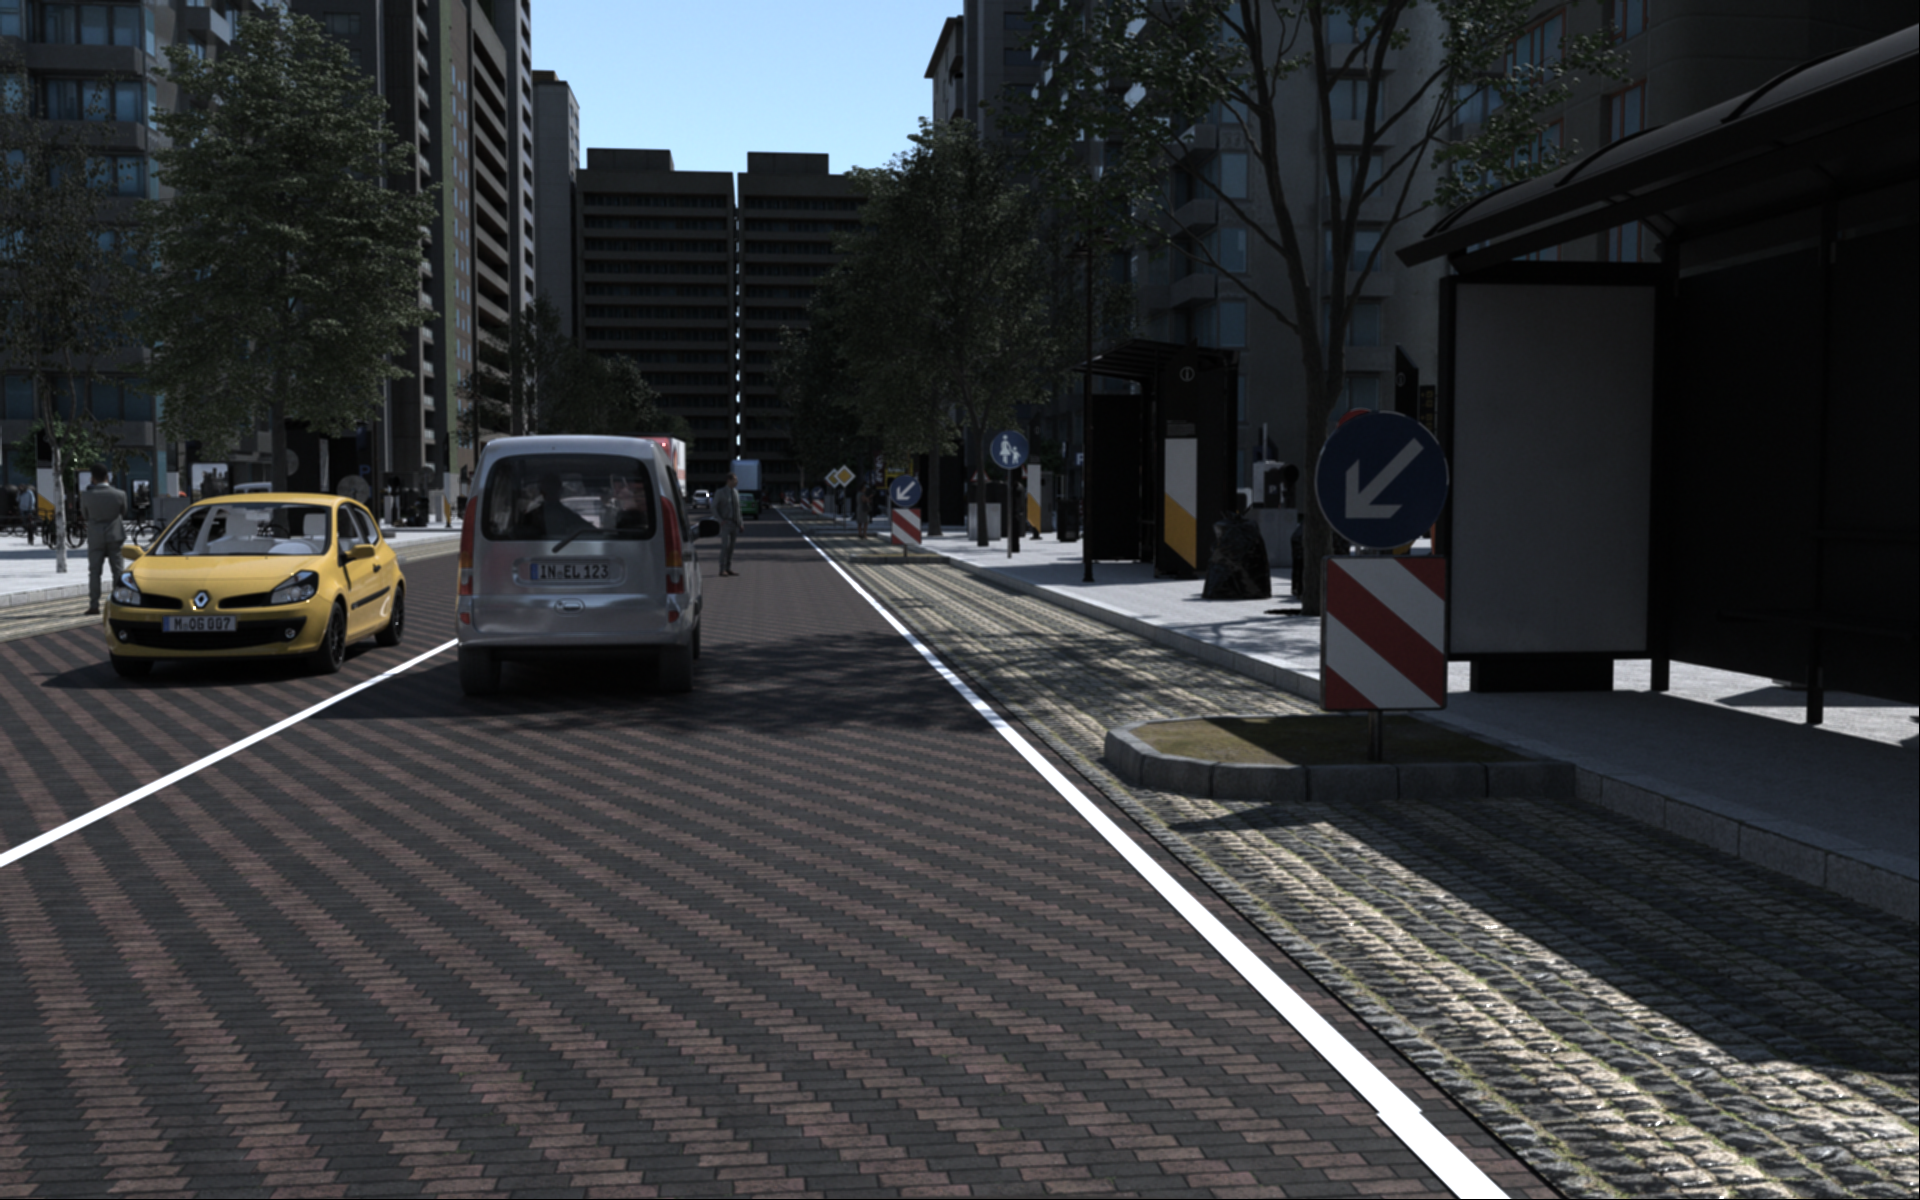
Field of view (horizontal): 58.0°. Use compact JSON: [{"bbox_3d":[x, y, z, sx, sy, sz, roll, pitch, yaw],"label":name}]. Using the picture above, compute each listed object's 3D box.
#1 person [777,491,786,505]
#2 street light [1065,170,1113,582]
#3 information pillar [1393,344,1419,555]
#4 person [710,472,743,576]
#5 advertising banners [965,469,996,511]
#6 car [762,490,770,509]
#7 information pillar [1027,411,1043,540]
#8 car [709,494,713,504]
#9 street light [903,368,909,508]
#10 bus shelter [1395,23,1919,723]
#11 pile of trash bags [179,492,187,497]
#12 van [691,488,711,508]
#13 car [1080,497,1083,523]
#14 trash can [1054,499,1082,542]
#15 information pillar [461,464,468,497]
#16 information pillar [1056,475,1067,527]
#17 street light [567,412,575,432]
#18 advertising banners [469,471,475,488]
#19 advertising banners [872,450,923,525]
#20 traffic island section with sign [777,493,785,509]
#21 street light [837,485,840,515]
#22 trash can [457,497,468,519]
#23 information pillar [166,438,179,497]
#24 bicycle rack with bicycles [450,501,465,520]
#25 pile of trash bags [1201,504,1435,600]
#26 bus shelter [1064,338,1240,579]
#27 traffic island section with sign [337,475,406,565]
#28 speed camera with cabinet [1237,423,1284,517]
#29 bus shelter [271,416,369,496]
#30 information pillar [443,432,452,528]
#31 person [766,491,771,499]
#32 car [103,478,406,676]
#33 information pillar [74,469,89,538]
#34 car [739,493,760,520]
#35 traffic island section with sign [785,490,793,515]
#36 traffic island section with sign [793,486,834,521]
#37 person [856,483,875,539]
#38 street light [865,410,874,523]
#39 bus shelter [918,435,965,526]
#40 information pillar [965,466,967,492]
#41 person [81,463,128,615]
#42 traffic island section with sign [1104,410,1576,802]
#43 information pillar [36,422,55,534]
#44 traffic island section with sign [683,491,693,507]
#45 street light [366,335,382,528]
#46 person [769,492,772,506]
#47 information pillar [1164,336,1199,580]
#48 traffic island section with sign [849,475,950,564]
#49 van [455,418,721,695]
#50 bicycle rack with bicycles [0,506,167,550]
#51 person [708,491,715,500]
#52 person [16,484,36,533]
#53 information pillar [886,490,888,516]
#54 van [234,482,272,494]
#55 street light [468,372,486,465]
[{"bbox_3d":[-20.645,-11.765,200.787,1.348,1.831,0.705,-3,5,-41],"label":"person"},{"bbox_3d":[1.879,-3.204,25.166,0.468,5.910,1.993,0,4,-7],"label":"street light"},{"bbox_3d":[6.909,-2.173,26.890,0.183,3.616,0.504,-1,4,-22],"label":"information pillar"},{"bbox_3d":[-4.076,-1.335,30.432,0.391,1.810,0.635,2,4,27],"label":"person"},{"bbox_3d":[1.230,-6.711,105.912,2.074,3.025,0.090,1,4,17],"label":"advertising banners"},{"bbox_3d":[-19.258,-9.591,165.480,2.281,1.827,5.304,0,4,-6],"label":"car"},{"bbox_3d":[2.088,-3.504,48.642,0.504,3.616,0.183,-3,5,-45],"label":"information pillar"},{"bbox_3d":[-30.027,-12.377,211.946,1.945,1.707,3.694,0,4,-8],"label":"car"},{"bbox_3d":[-1.816,-5.235,58.384,0.468,5.910,1.993,0,4,-7],"label":"street light"},{"bbox_3d":[4.152,-0.904,8.709,2.014,3.302,5.546,0,4,-7],"label":"bus shelter"},{"bbox_3d":[-29.327,-3.556,67.888,1.912,1.369,3.447,2,4,31],"label":"pile of trash bags"},{"bbox_3d":[-26.845,-10.573,179.872,2.013,2.044,4.112,0,4,-5],"label":"van"},{"bbox_3d":[6.977,-3.391,64.113,5.304,1.827,2.281,0,4,-5],"label":"car"},{"bbox_3d":[2.896,-2.119,46.301,0.748,1.137,0.748,0,3,0],"label":"trash can"},{"bbox_3d":[-38.211,-8.696,133.539,0.504,3.616,0.183,-1,4,-12],"label":"information pillar"},{"bbox_3d":[3.953,-3.843,67.329,0.304,2.012,0.304,-3,5,-42],"label":"information pillar"},{"bbox_3d":[-21.892,-7.634,97.596,0.468,5.910,1.993,0,4,-7],"label":"street light"},{"bbox_3d":[-36.746,-8.367,132.991,2.074,3.025,0.090,1,4,10],"label":"advertising banners"},{"bbox_3d":[-2.478,-4.435,68.698,2.074,3.025,0.090,-1,4,-19],"label":"advertising banners"},{"bbox_3d":[-16.409,-9.726,167.652,1.989,1.847,2.006,0,4,-7],"label":"traffic island section with sign"},{"bbox_3d":[-7.585,-8.278,108.137,0.468,5.910,1.993,0,4,-7],"label":"street light"},{"bbox_3d":[-25.266,-4.690,88.341,0.748,1.137,0.748,0,3,0],"label":"trash can"},{"bbox_3d":[-29.717,-4.530,65.416,0.504,3.616,0.183,1,4,19],"label":"information pillar"},{"bbox_3d":[-24.064,-4.391,85.168,2.852,0.926,2.925,1,4,11],"label":"bicycle rack with bicycles"},{"bbox_3d":[4.615,-0.708,21.328,3.447,1.369,1.912,2,4,25],"label":"pile of trash bags"},{"bbox_3d":[3.128,-2.327,29.327,1.731,3.624,6.357,0,4,-6],"label":"bus shelter"},{"bbox_3d":[-12.389,-1.625,35.203,1.989,1.847,2.006,0,4,-7],"label":"traffic island section with sign"},{"bbox_3d":[7.967,-3.274,47.867,2.038,3.252,0.660,-2,4,-26],"label":"speed camera with cabinet"},{"bbox_3d":[-19.489,-3.799,53.399,1.731,3.624,6.357,0,4,-7],"label":"bus shelter"},{"bbox_3d":[-19.520,-4.559,65.887,0.183,3.616,0.504,-2,4,-35],"label":"information pillar"},{"bbox_3d":[-19.497,-10.225,176.194,0.721,1.766,1.217,1,4,11],"label":"person"},{"bbox_3d":[-5.972,-0.289,14.948,2.015,1.641,3.980,0,4,-7],"label":"car"},{"bbox_3d":[-25.626,-2.818,50.560,0.304,2.012,0.304,3,5,40],"label":"information pillar"},{"bbox_3d":[-12.313,-5.458,98.036,1.959,1.807,4.718,0,4,-6],"label":"car"},{"bbox_3d":[-10.681,-6.676,117.778,1.989,1.847,2.006,0,4,-7],"label":"traffic island section with sign"},{"bbox_3d":[-7.601,-5.038,90.999,1.989,1.847,2.006,0,4,-7],"label":"traffic island section with sign"},{"bbox_3d":[-2.959,-2.787,54.433,0.532,1.782,0.716,-1,4,-20],"label":"person"},{"bbox_3d":[-3.925,-6.307,75.900,0.468,5.910,1.993,0,4,-7],"label":"street light"},{"bbox_3d":[-0.916,-4.930,71.893,1.731,3.624,6.357,0,4,-6],"label":"bus shelter"},{"bbox_3d":[0.255,-8.171,124.953,0.504,3.616,0.183,0,4,6],"label":"information pillar"},{"bbox_3d":[-10.191,-0.730,20.624,0.511,1.800,0.466,-3,5,-43],"label":"person"},{"bbox_3d":[1.814,-0.022,8.990,1.989,1.847,2.006,0,4,-7],"label":"traffic island section with sign"},{"bbox_3d":[-29.519,-3.949,55.925,0.504,3.616,0.183,-3,4,-38],"label":"information pillar"},{"bbox_3d":[-30.540,-11.287,193.176,1.989,1.847,2.006,0,4,-7],"label":"traffic island section with sign"},{"bbox_3d":[-16.159,-4.590,47.839,0.468,5.910,1.993,0,4,-7],"label":"street light"},{"bbox_3d":[-23.875,-12.676,216.427,0.721,1.739,1.217,3,4,36],"label":"person"},{"bbox_3d":[3.319,-2.112,25.889,0.504,3.616,0.183,1,4,15],"label":"information pillar"},{"bbox_3d":[-1.298,-1.680,36.096,1.989,1.847,2.006,0,4,-7],"label":"traffic island section with sign"},{"bbox_3d":[-2.927,-0.416,13.809,2.013,2.044,4.112,0,4,-7],"label":"van"},{"bbox_3d":[-20.374,-1.691,41.025,2.852,0.926,2.925,1,4,21],"label":"bicycle rack with bicycles"},{"bbox_3d":[-24.626,-10.041,173.394,1.217,1.735,0.721,-2,4,-28],"label":"person"},{"bbox_3d":[-32.255,-3.129,59.917,0.793,1.790,0.793,-2,4,-31],"label":"person"},{"bbox_3d":[-4.055,-5.839,99.960,0.304,2.012,0.304,2,4,33],"label":"information pillar"},{"bbox_3d":[-24.795,-3.242,60.022,4.112,2.044,2.013,0,4,-7],"label":"van"},{"bbox_3d":[-18.217,-5.662,65.361,0.468,5.910,1.993,0,4,-7],"label":"street light"}]
